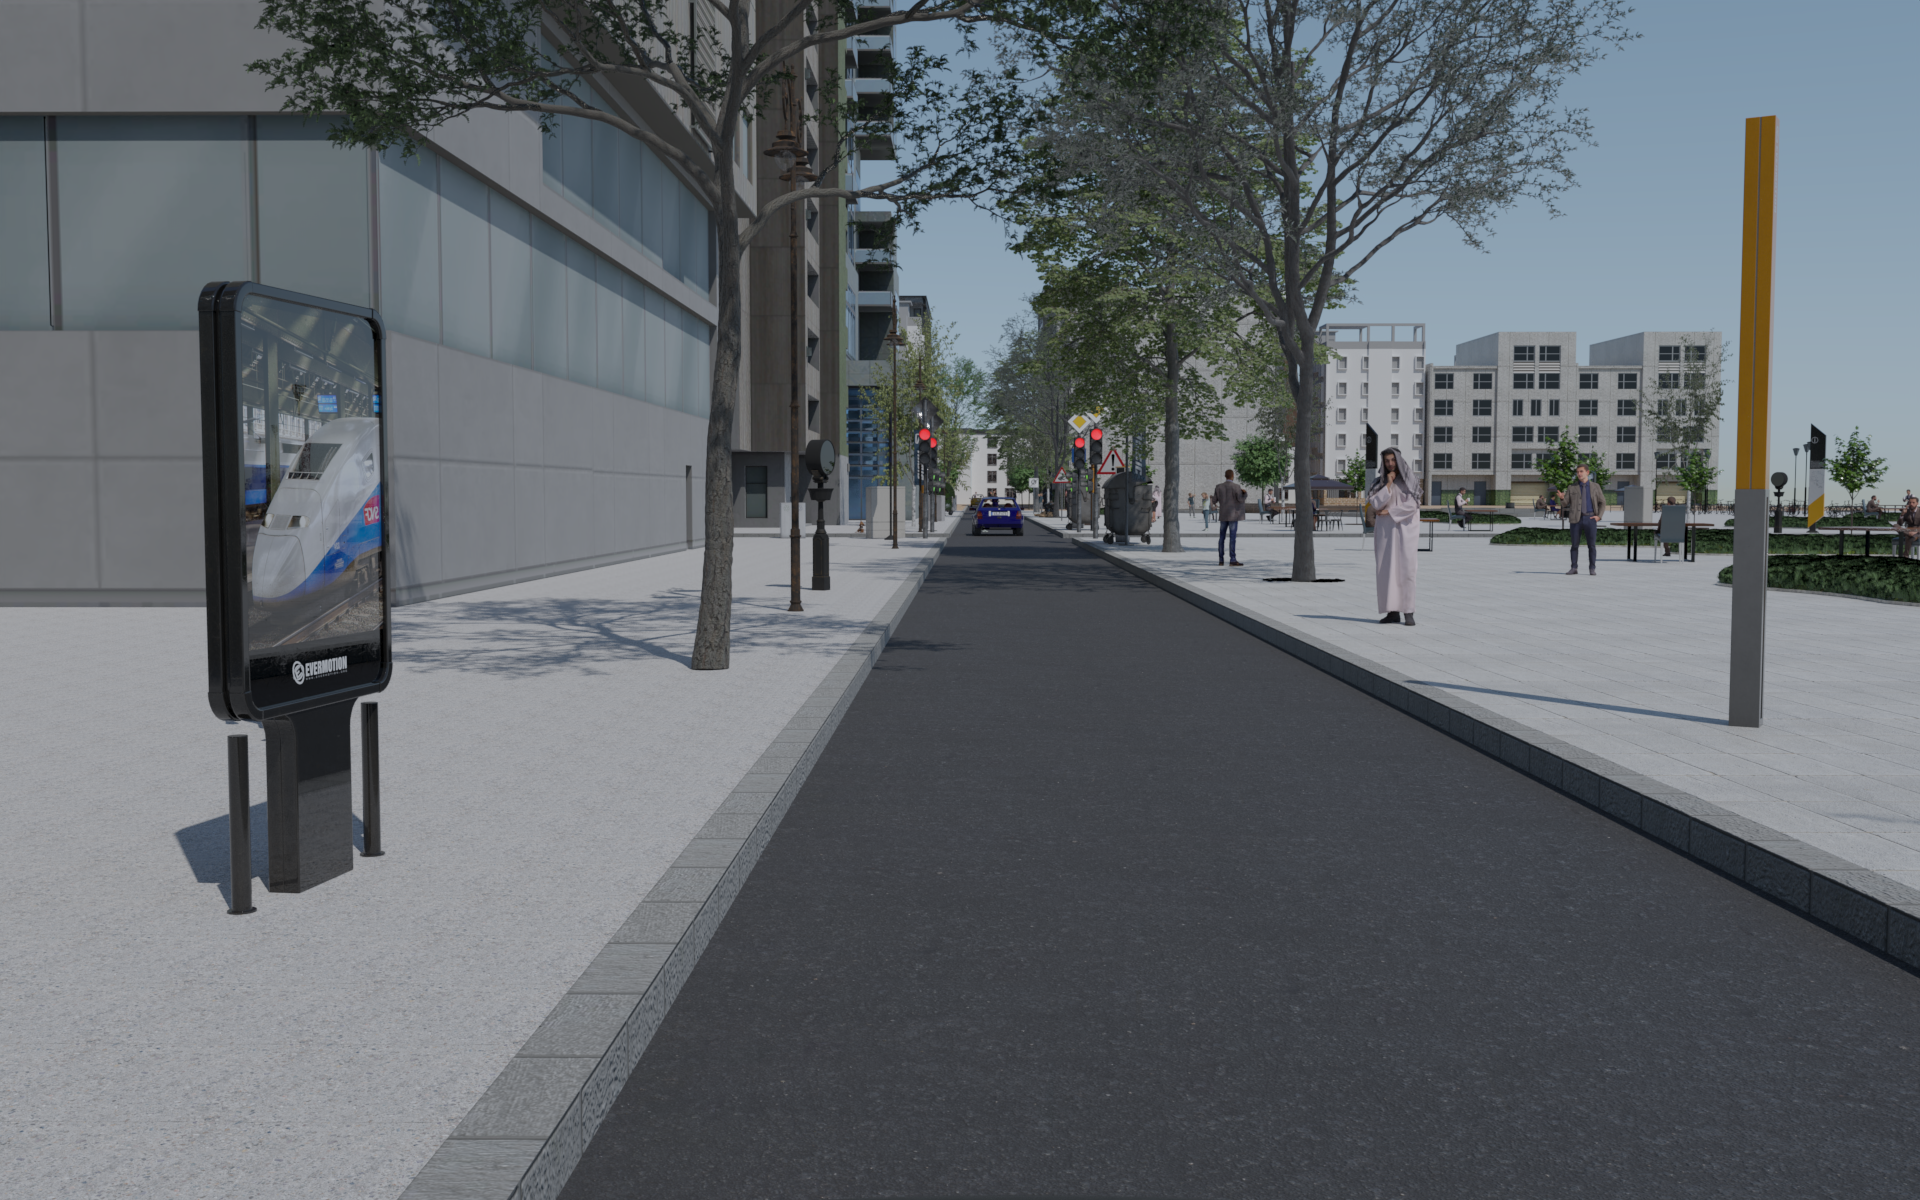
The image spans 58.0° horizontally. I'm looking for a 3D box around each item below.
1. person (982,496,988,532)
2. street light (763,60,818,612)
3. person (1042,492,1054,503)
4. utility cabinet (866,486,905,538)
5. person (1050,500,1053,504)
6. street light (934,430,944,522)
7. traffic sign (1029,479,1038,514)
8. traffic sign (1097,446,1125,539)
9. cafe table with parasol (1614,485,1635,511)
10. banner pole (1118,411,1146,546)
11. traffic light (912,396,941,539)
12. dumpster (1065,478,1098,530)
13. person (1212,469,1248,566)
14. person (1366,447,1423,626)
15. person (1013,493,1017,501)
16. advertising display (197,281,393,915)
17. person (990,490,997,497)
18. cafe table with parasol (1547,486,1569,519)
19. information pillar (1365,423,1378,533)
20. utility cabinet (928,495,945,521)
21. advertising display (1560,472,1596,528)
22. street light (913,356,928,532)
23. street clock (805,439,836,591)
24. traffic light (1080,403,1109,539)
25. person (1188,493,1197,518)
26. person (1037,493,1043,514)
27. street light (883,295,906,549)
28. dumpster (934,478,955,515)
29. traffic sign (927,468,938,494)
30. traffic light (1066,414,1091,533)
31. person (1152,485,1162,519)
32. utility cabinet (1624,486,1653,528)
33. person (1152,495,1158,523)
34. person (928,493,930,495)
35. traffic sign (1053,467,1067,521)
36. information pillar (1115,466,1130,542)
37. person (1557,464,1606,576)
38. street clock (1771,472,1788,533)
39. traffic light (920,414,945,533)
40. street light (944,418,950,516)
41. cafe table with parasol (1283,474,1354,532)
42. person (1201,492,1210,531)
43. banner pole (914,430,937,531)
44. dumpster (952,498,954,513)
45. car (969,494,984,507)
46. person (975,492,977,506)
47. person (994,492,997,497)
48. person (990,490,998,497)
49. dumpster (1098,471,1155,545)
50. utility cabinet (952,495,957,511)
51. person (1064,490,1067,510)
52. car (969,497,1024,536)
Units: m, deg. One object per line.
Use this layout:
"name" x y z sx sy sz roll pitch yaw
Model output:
"person" 0.937 -3.249 65.538 0.340 1.345 0.435 -3 4 -38
"street light" -1.798 -2.813 18.781 0.468 5.910 1.993 0 4 1
"person" 8.316 -9.648 163.875 1.350 1.814 0.705 1 4 18
"utility cabinet" -2.152 -2.523 49.935 1.173 1.500 0.318 -3 4 -36
"person" 6.531 -6.760 124.487 0.347 0.859 0.695 0 4 1
"street light" -1.117 -6.507 79.180 0.468 5.910 1.993 0 4 1
"traffic sign" 4.761 -6.710 111.831 0.606 2.300 0.079 0 4 3
"traffic sign" 4.139 -2.866 46.857 0.884 2.594 0.081 1 4 9
"cafe table with parasol" 49.723 -7.535 128.062 2.610 1.966 2.610 3 5 43
"banner pole" 4.334 -3.251 43.166 0.863 3.779 0.401 -2 4 -35
"traffic light" -0.982 -3.720 49.738 0.839 4.253 0.868 0 4 1
"dumpster" 4.409 -3.429 61.817 1.264 1.857 1.865 0 4 1
"person" 4.823 -1.468 30.873 0.655 1.722 0.431 3 5 42
"person" 4.285 -0.636 17.109 0.551 1.740 0.621 1 4 14
"person" 6.565 -12.250 207.132 0.445 1.727 0.742 1 4 20
"advertising display" -2.147 -0.029 5.684 0.123 1.923 0.974 0 4 8
"person" 2.526 -7.535 132.501 0.742 1.727 0.445 3 5 41
"cafe table with parasol" 30.995 -5.118 88.548 2.610 1.966 2.610 -1 4 -16
"information pillar" 13.473 -4.000 56.756 0.183 3.616 0.504 -2 4 -31
"utility cabinet" -1.174 -4.313 81.687 1.020 1.237 0.306 3 5 40
"advertising display" 17.789 -2.731 49.862 0.974 1.923 0.123 3 5 41
"street light" -1.331 -5.210 57.971 0.468 5.910 1.993 0 4 1
"street clock" -1.853 -1.130 23.041 0.358 2.002 0.471 1 4 21
"traffic light" 3.879 -3.718 49.710 0.839 4.253 0.868 0 4 1
"person" 12.472 -5.079 92.990 0.435 1.345 0.340 -2 4 -31
"person" 5.189 -6.264 112.364 0.340 1.345 0.435 1 4 22
"street light" -1.519 -4.137 40.422 0.468 5.910 1.993 0 4 1
"dumpster" -1.033 -6.238 104.479 1.502 2.255 1.985 0 4 1
"traffic sign" -1.209 -3.914 64.103 0.768 2.556 0.104 0 4 8
"traffic light" 3.952 -4.206 57.695 0.839 4.253 0.868 0 4 1
"person" 10.218 -5.090 89.939 0.621 1.740 0.551 3 5 44
"utility cabinet" 19.601 -2.529 50.031 0.318 1.500 1.173 0 4 -5
"person" 8.501 -4.157 77.199 0.628 1.438 0.799 1 4 16
"person" -3.422 -10.351 176.108 1.217 1.723 0.721 0 4 7
"traffic sign" 4.858 -5.053 82.621 0.884 2.594 0.081 0 4 1
"information pillar" 4.335 -2.547 46.127 0.304 2.012 0.304 2 4 31
"person" 9.781 -1.268 27.305 0.617 1.759 0.750 2 4 35
"street clock" 26.838 -3.193 56.775 0.358 2.002 0.471 -2 4 -34
"traffic light" -0.910 -4.208 57.723 0.839 4.253 0.868 0 4 1
"street light" -0.919 -7.871 101.482 0.468 5.910 1.993 0 4 1
"cafe table with parasol" 12.388 -3.372 59.998 2.610 1.966 2.610 -3 5 -43
"person" 8.531 -3.072 60.182 0.340 1.345 0.435 -2 4 -30
"banner pole" -1.207 -4.260 59.667 0.863 3.779 0.401 -1 4 -19
"dumpster" -1.037 -6.550 112.857 1.264 1.857 1.865 0 4 1
"car" 2.014 -11.295 194.889 2.015 1.641 3.980 0 4 0
"person" 1.871 -11.983 205.358 0.436 1.711 0.756 2 4 28
"person" 1.986 -5.414 99.383 0.453 1.535 0.546 1 4 11
"person" 3.390 -10.082 173.429 1.348 1.812 0.705 3 4 38
"dumpster" 4.342 -2.382 44.699 1.264 1.857 1.865 0 4 0
"utility cabinet" -0.504 -7.442 132.845 0.306 1.237 1.020 1 4 15
"person" 8.656 -8.077 139.570 0.415 1.643 0.593 -3 5 -39
"car" 1.299 -2.931 60.501 1.945 1.354 3.894 0 4 -1
